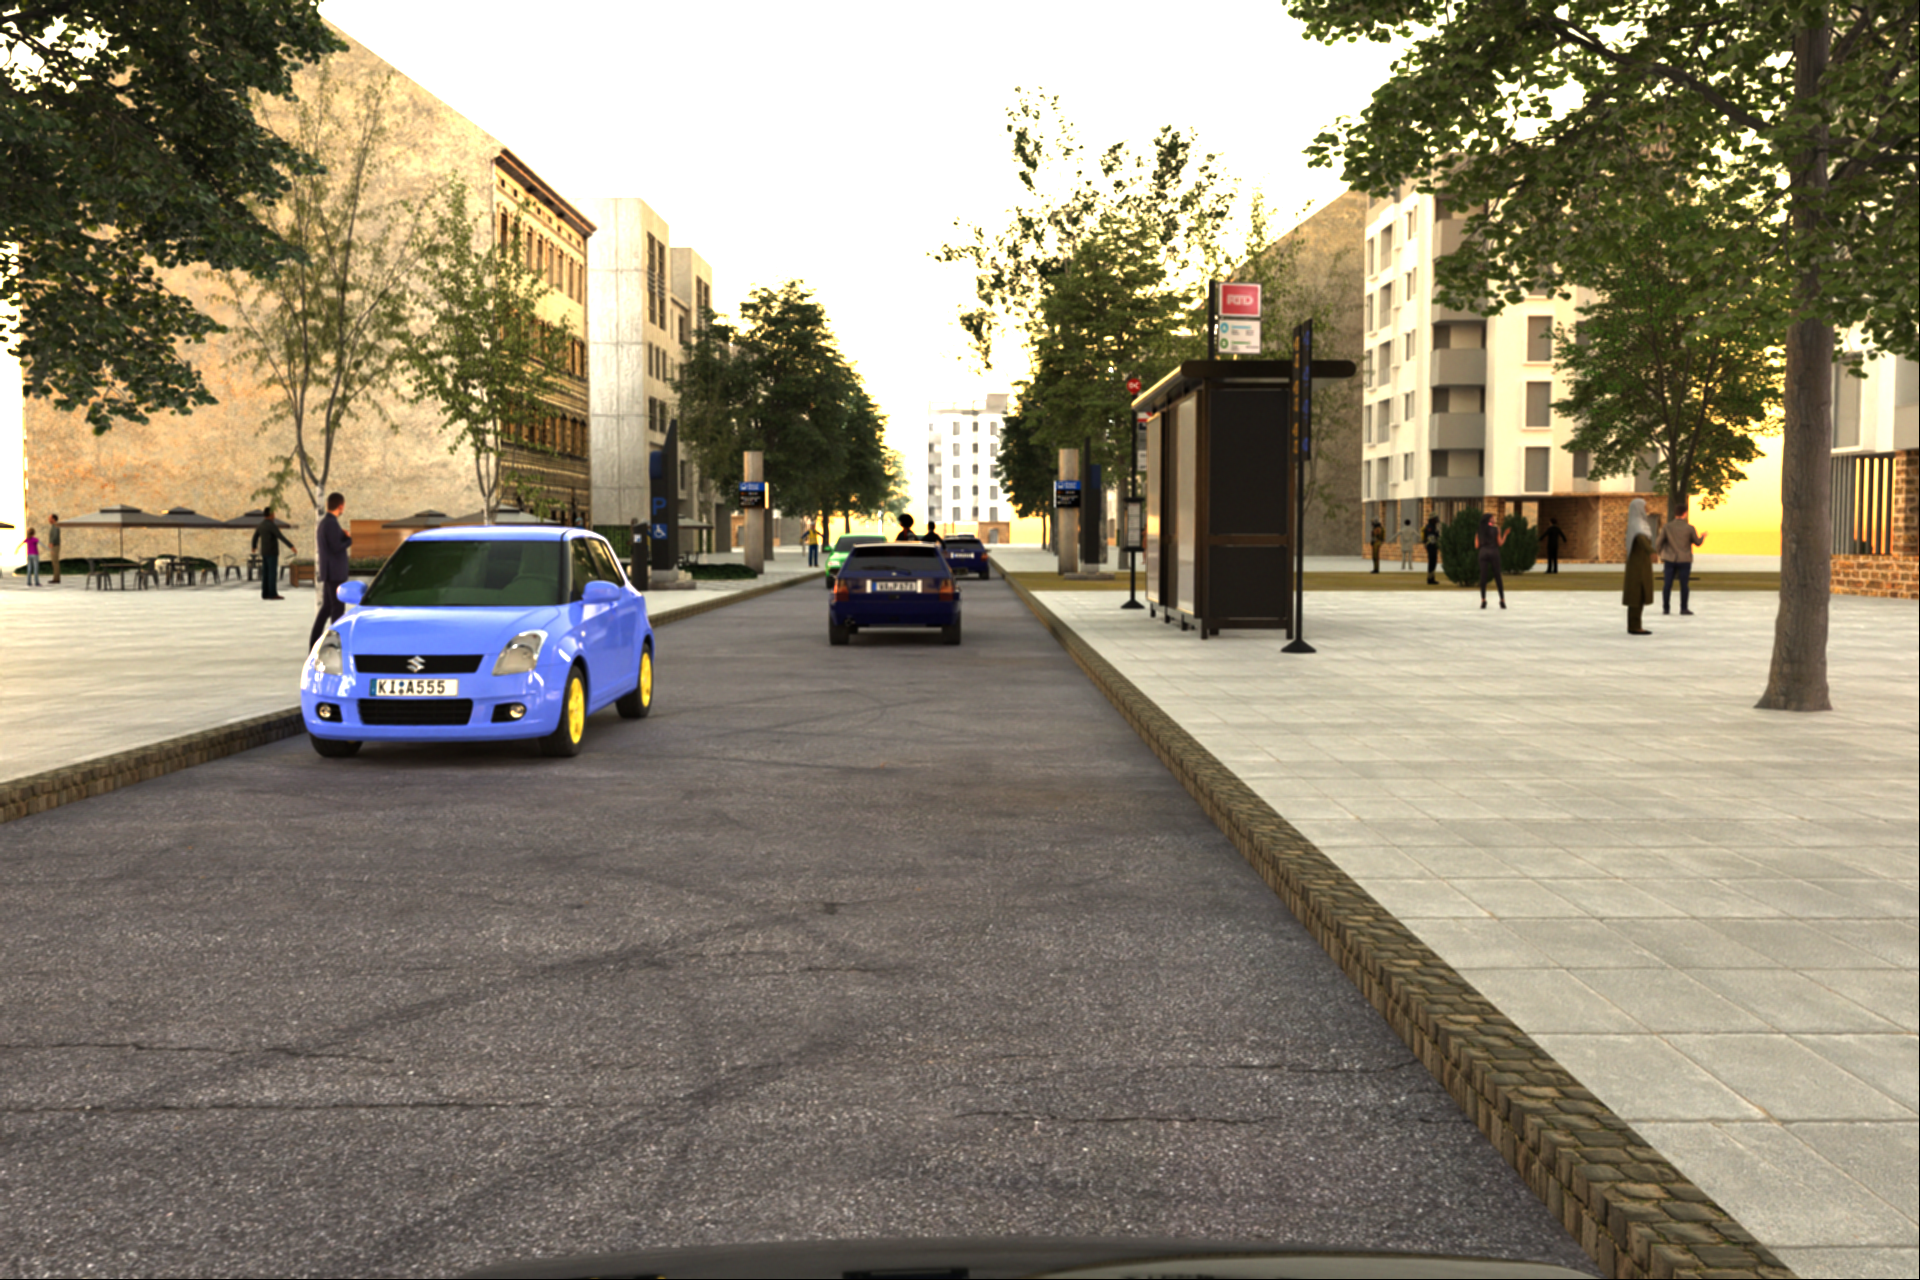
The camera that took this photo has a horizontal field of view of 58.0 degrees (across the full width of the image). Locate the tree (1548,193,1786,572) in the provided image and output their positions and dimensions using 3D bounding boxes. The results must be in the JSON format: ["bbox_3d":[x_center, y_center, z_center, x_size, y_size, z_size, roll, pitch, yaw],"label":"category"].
[{"bbox_3d":[23.834,-8.562,58.109,7.486,12.596,7.792,0,3,0],"label":"tree"}]

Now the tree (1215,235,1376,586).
[{"bbox_3d":[8.523,-5.633,42.459,4.360,8.622,3.978,0,3,0],"label":"tree"}]

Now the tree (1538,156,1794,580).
[{"bbox_3d":[20.197,-7.501,48.389,9.928,11.665,9.643,0,3,0],"label":"tree"}]

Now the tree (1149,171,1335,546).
[{"bbox_3d":[5.691,-5.245,36.121,4.737,8.622,4.395,0,3,0],"label":"tree"}]

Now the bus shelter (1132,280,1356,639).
[{"bbox_3d":[3.735,-2.908,25.172,2.179,5.291,8.768,0,3,0],"label":"bus shelter"}]

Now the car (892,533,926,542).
[{"bbox_3d":[-2.195,-4.328,79.553,1.959,1.807,4.718,0,4,0],"label":"car"}]

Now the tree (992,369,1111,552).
[{"bbox_3d":[6.592,-13.350,124.922,9.857,13.997,8.962,0,3,0],"label":"tree"}]

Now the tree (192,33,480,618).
[{"bbox_3d":[-9.859,-4.627,26.021,4.360,8.622,3.978,0,3,0],"label":"tree"}]

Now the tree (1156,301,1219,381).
[{"bbox_3d":[7.951,-6.365,54.436,4.737,8.622,4.395,0,3,0],"label":"tree"}]

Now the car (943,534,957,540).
[{"bbox_3d":[-0.533,-7.262,128.521,2.009,1.686,4.222,0,4,1],"label":"car"}]

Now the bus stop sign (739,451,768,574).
[{"bbox_3d":[-6.584,-4.053,55.283,0.837,3.901,0.837,0,4,-1],"label":"bus stop sign"}]

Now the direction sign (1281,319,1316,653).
[{"bbox_3d":[3.680,-1.634,18.715,0.379,3.537,0.876,0,4,0],"label":"direction sign"}]

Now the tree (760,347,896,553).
[{"bbox_3d":[-9.198,-12.869,117.070,9.857,13.997,8.962,0,3,0],"label":"tree"}]

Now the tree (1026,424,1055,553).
[{"bbox_3d":[5.835,-10.080,115.164,4.360,8.622,3.978,0,3,0],"label":"tree"}]

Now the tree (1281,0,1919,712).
[{"bbox_3d":[6.227,-5.789,12.776,7.486,12.596,7.792,0,3,0],"label":"tree"}]

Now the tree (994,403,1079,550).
[{"bbox_3d":[6.373,-13.515,139.093,7.486,12.596,7.792,0,3,0],"label":"tree"}]

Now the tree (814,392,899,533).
[{"bbox_3d":[-8.480,-13.135,132.888,7.486,12.596,7.792,0,3,0],"label":"tree"}]

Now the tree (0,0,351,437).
[{"bbox_3d":[-9.824,-6.633,15.099,9.857,13.997,8.962,0,3,0],"label":"tree"}]

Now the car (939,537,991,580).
[{"bbox_3d":[0.042,-2.618,55.378,1.945,1.354,3.894,0,4,-1],"label":"car"}]

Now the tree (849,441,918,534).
[{"bbox_3d":[-10.512,-20.036,234.235,9.857,13.997,8.962,0,3,0],"label":"tree"}]

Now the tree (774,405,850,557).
[{"bbox_3d":[-9.036,-9.024,97.901,4.360,8.622,3.978,0,3,0],"label":"tree"}]

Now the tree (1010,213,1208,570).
[{"bbox_3d":[5.502,-8.809,62.153,7.486,12.596,7.792,0,3,0],"label":"tree"}]

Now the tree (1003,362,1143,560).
[{"bbox_3d":[6.214,-9.348,87.253,8.767,10.594,7.601,0,4,8],"label":"tree"}]

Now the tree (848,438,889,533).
[{"bbox_3d":[-9.509,-12.856,144.613,7.601,10.594,8.767,0,4,-6],"label":"tree"}]

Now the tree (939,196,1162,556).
[{"bbox_3d":[5.176,-14.910,99.667,12.611,20.169,13.585,0,3,0],"label":"tree"}]

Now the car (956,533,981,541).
[{"bbox_3d":[0.350,-6.117,109.597,1.945,1.707,3.694,0,4,-1],"label":"car"}]

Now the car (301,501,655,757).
[{"bbox_3d":[-3.284,-0.163,12.250,1.945,1.707,3.694,0,4,0],"label":"car"}]

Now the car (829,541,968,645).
[{"bbox_3d":[-0.854,-0.683,23.749,1.945,1.354,3.894,0,4,-1],"label":"car"}]

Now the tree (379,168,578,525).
[{"bbox_3d":[-9.628,-5.186,35.155,4.737,8.622,4.395,0,3,0],"label":"tree"}]

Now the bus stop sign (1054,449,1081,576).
[{"bbox_3d":[3.363,-3.957,53.714,0.837,3.901,0.837,0,4,1],"label":"bus stop sign"}]

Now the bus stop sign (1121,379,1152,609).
[{"bbox_3d":[3.205,-2.515,29.817,0.855,3.939,0.416,0,3,0],"label":"bus stop sign"}]

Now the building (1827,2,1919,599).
[{"bbox_3d":[23.650,-10.971,35.796,16.016,20.090,11.380,0,4,0],"label":"building"}]

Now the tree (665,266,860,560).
[{"bbox_3d":[-9.404,-10.856,84.149,9.857,13.997,8.962,0,3,0],"label":"tree"}]

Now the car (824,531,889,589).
[{"bbox_3d":[-2.638,-2.324,46.798,1.959,1.807,4.718,0,4,0],"label":"car"}]

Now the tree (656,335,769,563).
[{"bbox_3d":[-9.865,-7.021,65.158,4.360,8.622,3.978,0,3,0],"label":"tree"}]

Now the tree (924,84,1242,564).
[{"bbox_3d":[4.794,-13.394,74.885,12.611,20.169,13.585,0,3,0],"label":"tree"}]

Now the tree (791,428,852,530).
[{"bbox_3d":[-9.549,-9.699,108.936,4.360,8.622,3.978,0,3,0],"label":"tree"}]
